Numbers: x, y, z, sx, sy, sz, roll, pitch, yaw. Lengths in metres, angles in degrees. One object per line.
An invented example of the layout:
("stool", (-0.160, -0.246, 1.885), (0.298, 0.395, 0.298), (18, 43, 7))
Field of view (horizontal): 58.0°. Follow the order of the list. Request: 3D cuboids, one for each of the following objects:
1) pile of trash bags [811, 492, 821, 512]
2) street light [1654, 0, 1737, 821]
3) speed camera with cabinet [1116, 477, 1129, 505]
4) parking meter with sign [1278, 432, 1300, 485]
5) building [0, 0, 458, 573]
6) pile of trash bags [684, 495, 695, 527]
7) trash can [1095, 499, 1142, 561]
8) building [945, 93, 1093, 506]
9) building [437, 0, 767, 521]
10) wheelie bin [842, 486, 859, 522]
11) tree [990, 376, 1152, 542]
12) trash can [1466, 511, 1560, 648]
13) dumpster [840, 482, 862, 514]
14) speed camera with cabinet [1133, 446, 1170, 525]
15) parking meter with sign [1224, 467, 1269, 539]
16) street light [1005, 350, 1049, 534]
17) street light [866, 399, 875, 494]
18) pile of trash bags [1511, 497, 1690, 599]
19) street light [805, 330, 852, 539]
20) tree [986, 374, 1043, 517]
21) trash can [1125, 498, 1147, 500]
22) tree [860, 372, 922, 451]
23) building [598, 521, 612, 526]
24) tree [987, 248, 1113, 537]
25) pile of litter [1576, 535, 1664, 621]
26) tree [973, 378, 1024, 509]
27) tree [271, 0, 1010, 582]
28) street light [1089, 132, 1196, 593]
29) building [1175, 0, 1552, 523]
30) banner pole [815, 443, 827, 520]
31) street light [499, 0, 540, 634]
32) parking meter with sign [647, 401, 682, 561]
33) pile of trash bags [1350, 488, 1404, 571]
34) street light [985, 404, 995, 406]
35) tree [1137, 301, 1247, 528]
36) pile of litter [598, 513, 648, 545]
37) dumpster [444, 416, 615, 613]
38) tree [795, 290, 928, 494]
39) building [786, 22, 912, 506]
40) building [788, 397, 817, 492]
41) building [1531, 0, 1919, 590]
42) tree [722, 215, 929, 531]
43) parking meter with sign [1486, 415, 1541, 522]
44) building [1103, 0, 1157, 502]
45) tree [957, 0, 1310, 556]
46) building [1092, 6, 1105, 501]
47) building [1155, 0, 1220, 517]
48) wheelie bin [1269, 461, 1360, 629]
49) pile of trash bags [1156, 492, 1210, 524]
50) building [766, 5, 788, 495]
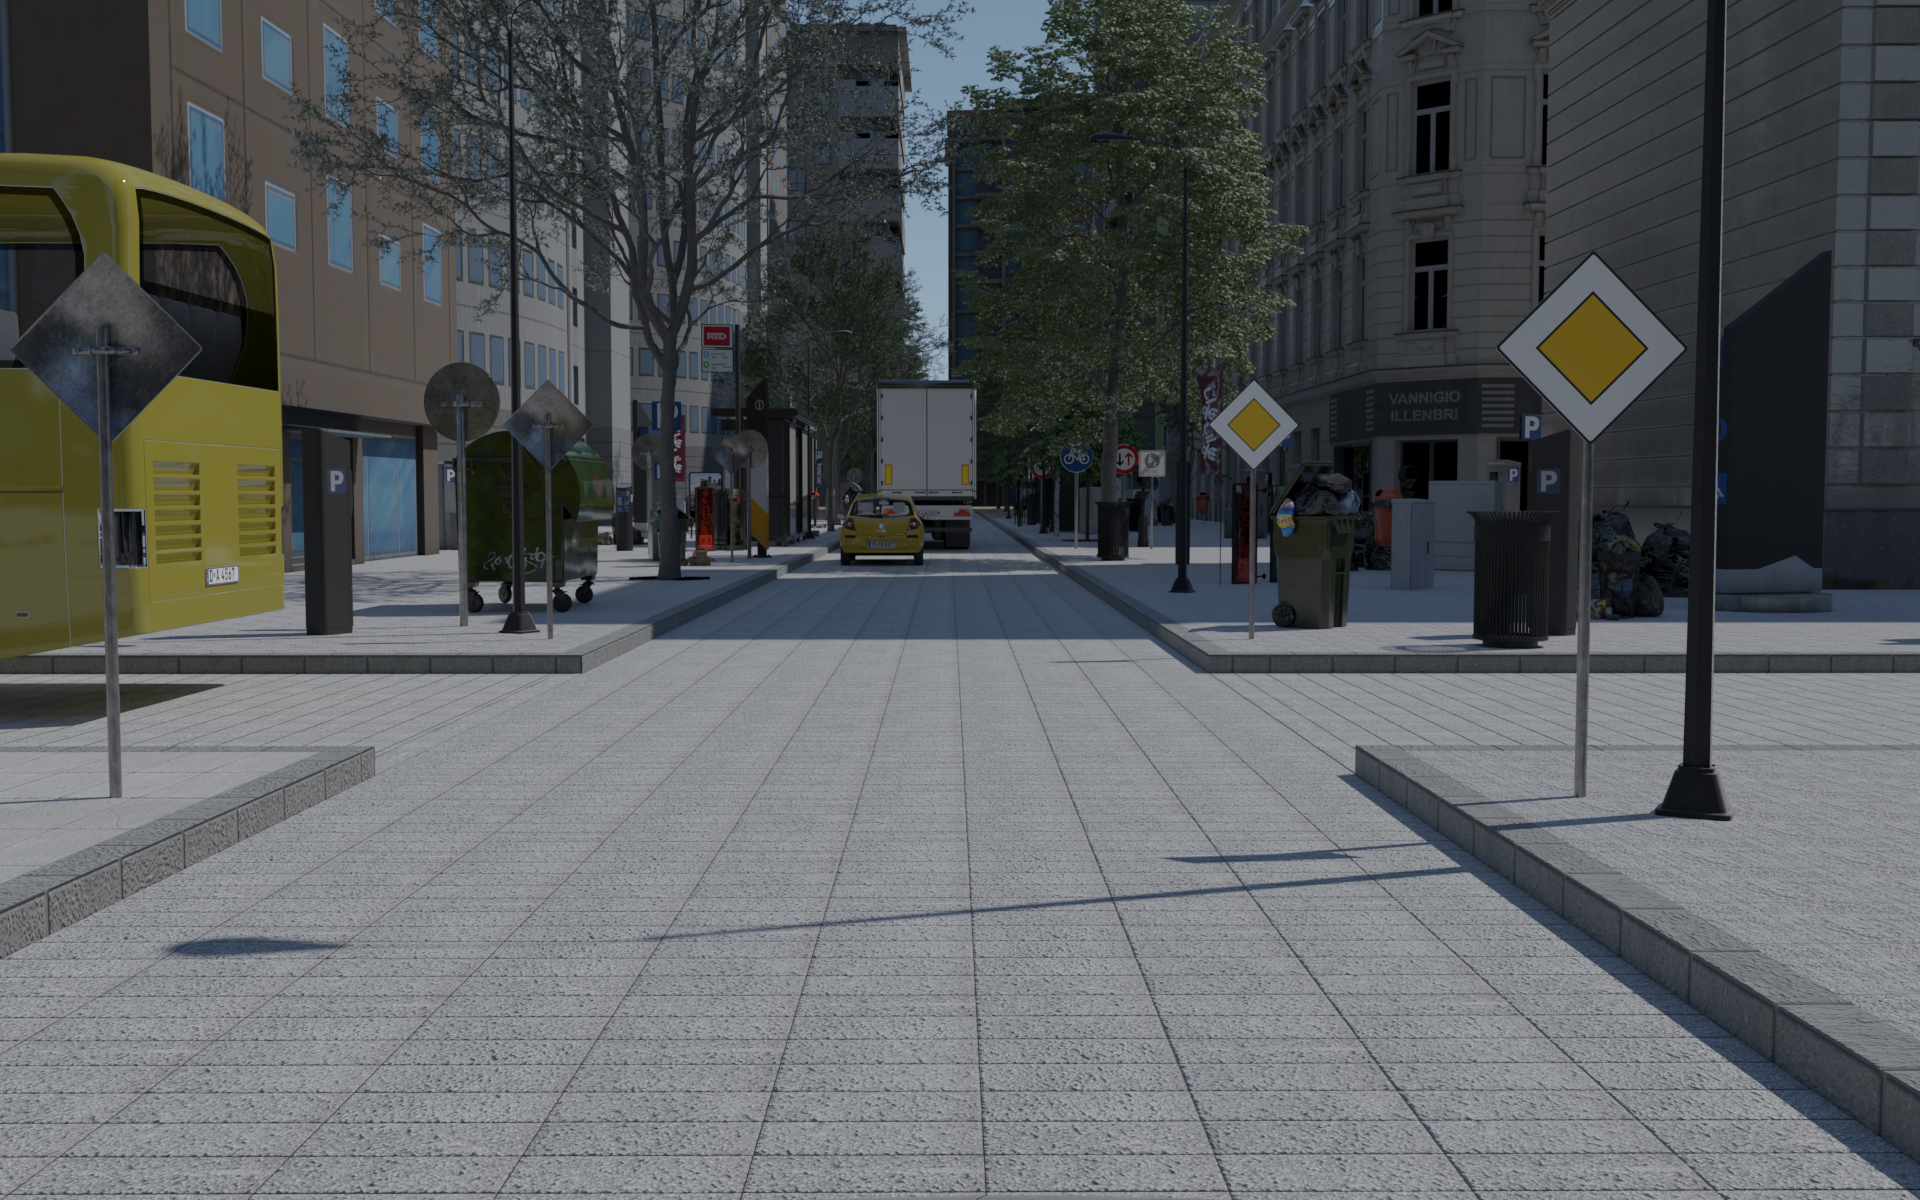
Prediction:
("pile of trash bags", (-8.182, -4.387, 81.472), (3.447, 1.369, 1.912), (1, 4, 17))
("street light", (2.419, -2.095, 6.790), (1.470, 5.913, 1.316), (0, 4, 0))
("speed camera with cabinet", (8.837, -5.860, 90.154), (2.038, 3.252, 0.660), (-3, 5, -44))
("parking meter with sign", (8.494, -2.878, 43.309), (0.543, 3.016, 1.738), (-1, 4, -21))
("building", (-17.658, -23.173, 28.984), (14.600, 45.320, 14.200), (0, 4, 0))
("pile of trash bags", (-11.380, -3.540, 67.636), (1.912, 1.369, 3.447), (0, 4, -2))
("trash can", (2.959, -1.332, 33.433), (0.748, 1.137, 0.748), (0, 3, 0))
("building", (11.137, -32.874, 192.108), (28.867, 44.769, 22.147), (0, 4, 0))
("building", (-23.601, -34.357, 103.739), (21.231, 58.520, 28.212), (0, 4, 0))
("wheelie bin", (-4.264, -3.663, 67.795), (0.693, 1.594, 0.980), (0, 4, 1))
("tree", (3.540, -3.876, 47.089), (4.285, 4.588, 4.351), (0, 3, 0))
("trash can", (4.640, -0.179, 14.575), (0.748, 1.137, 0.748), (0, 3, 0))
("dumpster", (-5.236, -4.596, 80.908), (1.264, 1.857, 1.865), (0, 4, 0))
("speed camera with cabinet", (7.908, -4.721, 71.523), (0.660, 3.252, 2.038), (-2, 4, -25))
("parking meter with sign", (8.489, -3.276, 49.816), (1.738, 3.016, 0.543), (1, 4, 23))
("street light", (2.164, -5.094, 55.832), (1.470, 5.913, 1.316), (0, 4, 0))
("street light", (-3.899, -6.736, 82.675), (1.470, 5.913, 1.316), (0, 4, 0))
("pile of trash bags", (8.869, -0.760, 22.186), (3.447, 1.369, 1.912), (-1, 4, -10))
("street light", (-3.758, -4.693, 49.269), (1.470, 5.913, 1.316), (0, 4, 0))
("tree", (3.597, -8.896, 95.819), (4.360, 8.622, 3.978), (0, 3, 0))
("trash can", (6.020, -2.908, 59.202), (0.748, 1.137, 0.748), (0, 3, 0))
("tree", (-4.947, -12.789, 134.847), (9.928, 11.665, 9.643), (0, 3, 0))
("building", (-24.338, -31.541, 57.691), (21.231, 58.520, 28.212), (0, 4, 0))
("tree", (2.872, -6.236, 52.315), (4.737, 8.622, 4.395), (0, 3, 0))
("pile of litter", (6.653, -0.255, 18.139), (1.719, 0.858, 1.176), (-1, 4, -21))
("tree", (3.233, -13.690, 149.593), (9.928, 11.665, 9.643), (0, 3, 0))
("tree", (-4.393, -7.051, 25.654), (12.009, 13.543, 11.850), (0, 3, 0))
("street light", (2.359, -3.051, 22.427), (1.470, 5.913, 1.316), (0, 4, 0))
("building", (19.751, -17.857, 68.372), (17.030, 29.872, 44.131), (0, 4, 0))
("banner pole", (-6.715, -5.764, 84.264), (0.863, 3.779, 0.401), (2, 4, 30))
("street light", (-3.540, -2.650, 15.863), (1.470, 5.913, 1.316), (0, 4, 0))
("parking meter with sign", (-5.752, -2.271, 33.393), (0.543, 3.016, 1.738), (-1, 4, -17))
("pile of trash bags", (6.782, -1.183, 29.091), (1.912, 1.369, 3.447), (0, 4, -3))
("street light", (1.982, -7.152, 89.477), (1.470, 5.913, 1.316), (0, 4, 0))
("tree", (8.575, -6.981, 64.499), (4.360, 8.622, 3.978), (0, 3, 0))
("pile of litter", (-8.732, -1.829, 43.863), (1.719, 0.858, 1.176), (-1, 4, -15))
("dumpster", (-4.812, -1.037, 19.452), (1.502, 2.255, 1.985), (0, 4, 0))
("tree", (-4.818, -10.511, 89.978), (7.486, 12.596, 7.792), (0, 3, 0))
("building", (-17.247, -37.108, 195.949), (27.495, 52.752, 28.713), (0, 4, 0))
("building", (-28.563, -50.929, 145.355), (31.000, 86.520, 22.319), (0, 4, 0))
("building", (23.645, -14.117, 28.082), (25.104, 27.353, 12.463), (0, 4, 0))
("tree", (-4.639, -7.618, 58.969), (8.767, 10.594, 7.601), (2, 4, 31))
("parking meter with sign", (12.210, -2.608, 38.899), (0.543, 3.016, 1.738), (-2, 4, -23))
("building", (21.385, -30.215, 117.721), (21.300, 48.544, 21.600), (0, 4, 0))
("tree", (3.491, -7.194, 35.752), (7.486, 12.596, 7.792), (0, 3, 0))
("building", (21.423, -36.714, 142.277), (21.231, 58.520, 28.212), (0, 4, 0))
("building", (18.163, -25.457, 99.819), (14.154, 41.232, 14.086), (0, 4, 0))
("wheelie bin", (3.442, -0.539, 16.716), (0.693, 1.594, 0.980), (3, 4, 38))
("pile of trash bags", (9.169, -4.020, 75.472), (3.447, 1.369, 1.912), (1, 4, 12))
("building", (-20.134, -29.107, 126.005), (14.600, 45.320, 14.200), (0, 4, 0))
